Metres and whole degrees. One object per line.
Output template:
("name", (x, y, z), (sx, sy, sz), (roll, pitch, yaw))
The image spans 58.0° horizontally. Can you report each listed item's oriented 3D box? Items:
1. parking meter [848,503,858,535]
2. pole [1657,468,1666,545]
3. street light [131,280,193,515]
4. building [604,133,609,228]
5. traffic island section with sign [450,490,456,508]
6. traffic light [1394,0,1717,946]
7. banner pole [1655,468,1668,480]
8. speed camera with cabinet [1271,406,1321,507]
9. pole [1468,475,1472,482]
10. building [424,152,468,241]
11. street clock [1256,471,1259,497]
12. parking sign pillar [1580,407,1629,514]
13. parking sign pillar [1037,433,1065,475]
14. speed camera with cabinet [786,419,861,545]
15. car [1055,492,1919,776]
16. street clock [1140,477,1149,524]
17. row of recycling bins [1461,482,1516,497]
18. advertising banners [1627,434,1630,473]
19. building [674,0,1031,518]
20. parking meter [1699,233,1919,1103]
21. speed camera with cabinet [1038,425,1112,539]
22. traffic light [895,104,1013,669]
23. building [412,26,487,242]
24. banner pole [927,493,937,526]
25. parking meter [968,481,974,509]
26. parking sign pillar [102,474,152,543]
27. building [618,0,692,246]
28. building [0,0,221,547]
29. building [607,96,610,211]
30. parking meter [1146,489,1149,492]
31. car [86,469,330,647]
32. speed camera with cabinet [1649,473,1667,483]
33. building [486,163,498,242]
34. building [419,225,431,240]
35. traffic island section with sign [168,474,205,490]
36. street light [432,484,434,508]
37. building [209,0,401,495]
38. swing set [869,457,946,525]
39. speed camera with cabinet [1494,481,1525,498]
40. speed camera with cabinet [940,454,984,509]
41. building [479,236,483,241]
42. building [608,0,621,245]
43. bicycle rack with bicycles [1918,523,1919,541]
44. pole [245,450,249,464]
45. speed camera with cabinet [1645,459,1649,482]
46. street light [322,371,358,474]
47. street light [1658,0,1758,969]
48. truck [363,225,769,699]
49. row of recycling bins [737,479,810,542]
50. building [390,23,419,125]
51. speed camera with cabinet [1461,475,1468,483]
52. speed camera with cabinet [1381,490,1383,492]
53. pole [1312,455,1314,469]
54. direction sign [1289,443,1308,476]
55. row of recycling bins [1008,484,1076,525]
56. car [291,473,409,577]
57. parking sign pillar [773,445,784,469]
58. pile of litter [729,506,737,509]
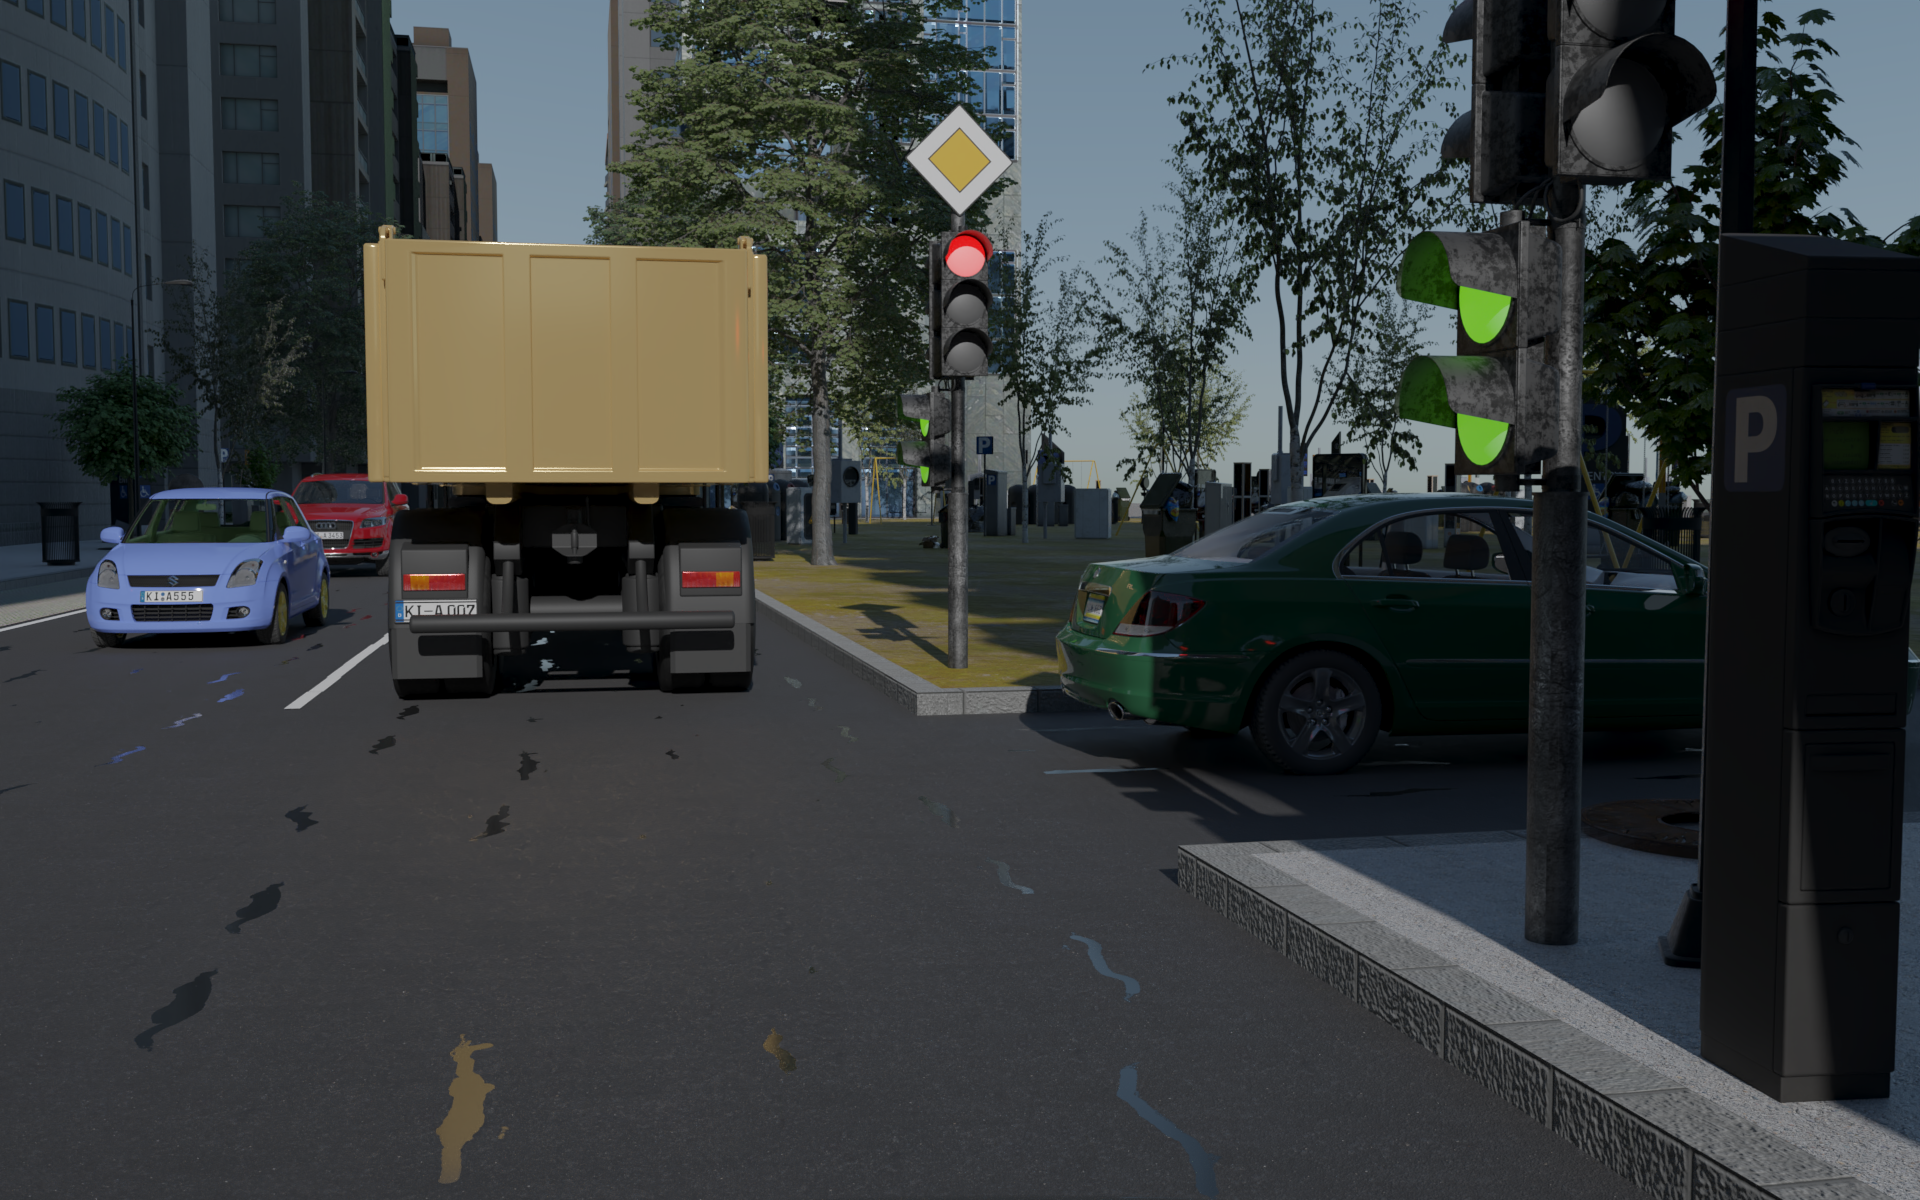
("parking meter", (-3.392, -3.010, 54.920), (0.255, 1.863, 0.399), (0, 4, 7))
("pole", (16.129, -2.811, 39.804), (0.158, 3.312, 0.155), (0, 3, 0))
("street light", (-17.319, -3.979, 37.601), (1.470, 5.913, 1.316), (-1, 4, -12))
("building", (-31.516, -33.945, 209.628), (22.147, 44.769, 28.867), (-1, 4, -12))
("traffic island section with sign", (-30.919, -5.983, 106.445), (1.989, 1.847, 2.006), (-1, 4, -12))
("traffic light", (1.684, -0.976, 4.872), (0.839, 4.253, 0.868), (-1, 4, -12))
("banner pole", (25.660, -4.474, 63.165), (0.863, 3.779, 0.401), (-2, 4, -24))
("speed camera with cabinet", (7.485, -2.688, 38.284), (0.660, 3.252, 2.038), (-1, 4, -9))
("pole", (26.731, -5.933, 90.840), (0.158, 3.312, 0.155), (0, 3, 0))
("building", (-48.820, -22.842, 145.172), (14.160, 30.474, 14.107), (-1, 4, -12))
("street clock", (9.332, -2.992, 53.496), (0.358, 2.002, 0.471), (2, 4, 32))
("parking sign pillar", (13.737, -2.997, 37.478), (1.447, 3.967, 1.447), (1, 4, 11))
("parking sign pillar", (3.980, -5.353, 75.994), (1.447, 3.967, 1.447), (-3, 5, -43))
("speed camera with cabinet", (-3.488, -3.066, 44.467), (2.038, 3.252, 0.660), (-3, 5, -43))
("car", (3.008, 0.116, 9.900), (4.920, 1.459, 2.131), (-1, 4, -11))
("street clock", (7.960, -4.295, 74.791), (0.358, 2.002, 0.471), (3, 4, 37))
("row of recycling bins", (17.882, -3.216, 59.691), (3.534, 1.692, 1.069), (-3, 4, -39))
("advertising banners", (19.130, -3.249, 49.309), (0.090, 3.025, 2.074), (1, 4, 12))
("building", (-8.401, -48.423, 104.381), (22.319, 86.520, 31.000), (-1, 4, -12))
("parking meter", (1.833, 0.120, 3.748), (0.255, 1.863, 0.399), (0, 4, -7))
("speed camera with cabinet", (3.303, -3.387, 49.719), (2.038, 3.252, 0.660), (1, 4, 15))
("traffic light", (-0.034, -1.453, 12.670), (0.839, 4.253, 0.868), (-1, 4, -12))
("building", (-54.673, -31.801, 170.061), (14.600, 45.320, 14.200), (-1, 4, -12))
("banner pole", (-1.109, -4.896, 70.063), (0.401, 3.779, 0.863), (-1, 4, -9))
("parking meter", (0.482, -4.270, 75.522), (0.255, 1.863, 0.399), (0, 4, -3))
("parking sign pillar", (-22.065, -3.521, 46.039), (1.447, 3.967, 1.447), (2, 4, 34))
("building", (-15.637, -36.202, 133.904), (21.231, 58.520, 28.212), (-1, 4, -12))
("building", (-34.658, -30.871, 46.747), (21.231, 58.520, 28.212), (-1, 4, -12))
("building", (-26.241, -34.292, 184.375), (21.300, 48.544, 21.600), (-1, 4, -12))
("parking meter", (10.106, -5.128, 92.257), (0.372, 1.533, 0.369), (0, 3, 0))
("car", (-7.488, -0.480, 17.445), (1.945, 1.707, 3.694), (-1, 4, -11))
("speed camera with cabinet", (30.151, -4.893, 74.331), (0.660, 3.252, 2.038), (2, 4, 27))
("building", (-67.872, -35.292, 227.134), (14.600, 45.320, 14.200), (-1, 4, -12))
("building", (-51.033, -16.967, 122.457), (27.650, 21.520, 28.899), (-1, 4, -12))
("traffic island section with sign", (-14.699, -1.480, 32.825), (1.989, 1.847, 2.006), (-1, 4, -12))
("street light", (-33.663, -8.554, 112.400), (1.470, 5.913, 1.316), (-1, 4, -12))
("building", (-36.974, -24.768, 88.559), (14.154, 41.232, 14.086), (-1, 4, -12))
("swing set", (-2.361, -4.694, 74.363), (3.119, 2.851, 2.862), (-1, 4, -13))
("speed camera with cabinet", (20.127, -4.217, 63.287), (0.660, 3.252, 2.038), (0, 4, -1))
("speed camera with cabinet", (0.176, -5.043, 76.783), (2.038, 3.252, 0.660), (1, 4, 15))
("building", (-58.164, -25.261, 184.721), (14.160, 30.474, 14.107), (-1, 4, -12))
("building", (-24.034, -30.851, 154.524), (14.600, 45.320, 14.200), (-1, 4, -12))
("bicycle rack with bicycles", (24.369, -1.964, 45.498), (2.925, 0.926, 2.852), (2, 4, 25))
("pole", (-32.912, -5.274, 80.077), (0.158, 3.312, 0.155), (0, 3, 0))
("speed camera with cabinet", (37.533, -6.137, 94.681), (0.660, 3.252, 2.038), (3, 5, 40))
("street light", (-23.342, -5.667, 65.190), (1.470, 5.913, 1.316), (-1, 4, -12))
("street light", (1.562, -1.955, 4.502), (1.470, 5.913, 1.316), (-1, 4, -12))
("truck", (-3.524, -1.223, 15.915), (3.469, 3.379, 9.791), (-1, 4, -12))
("row of recycling bins", (-5.118, -2.471, 47.510), (1.069, 1.692, 3.534), (1, 4, 20))
("building", (-39.847, -20.242, 102.663), (14.160, 30.474, 14.107), (-1, 4, -12))
("speed camera with cabinet", (26.487, -6.042, 93.129), (2.038, 3.252, 0.660), (-1, 4, -21))
("speed camera with cabinet", (15.280, -4.420, 66.605), (2.038, 3.252, 0.660), (1, 4, 17))
("pole", (18.313, -5.856, 89.593), (0.158, 3.312, 0.155), (0, 3, 0))
("direction sign", (14.936, -5.167, 76.484), (0.876, 3.537, 0.379), (3, 4, 36))
("row of recycling bins", (3.559, -4.070, 73.655), (3.534, 1.692, 1.069), (-3, 4, -37))
("car", (-11.152, -1.395, 31.487), (2.281, 1.827, 5.304), (-1, 4, -12))
("parking sign pillar", (-6.303, -4.245, 57.879), (1.447, 3.967, 1.447), (1, 4, 14))
("pile of litter", (-8.154, -3.068, 64.119), (1.176, 0.858, 1.719), (2, 4, 30))
